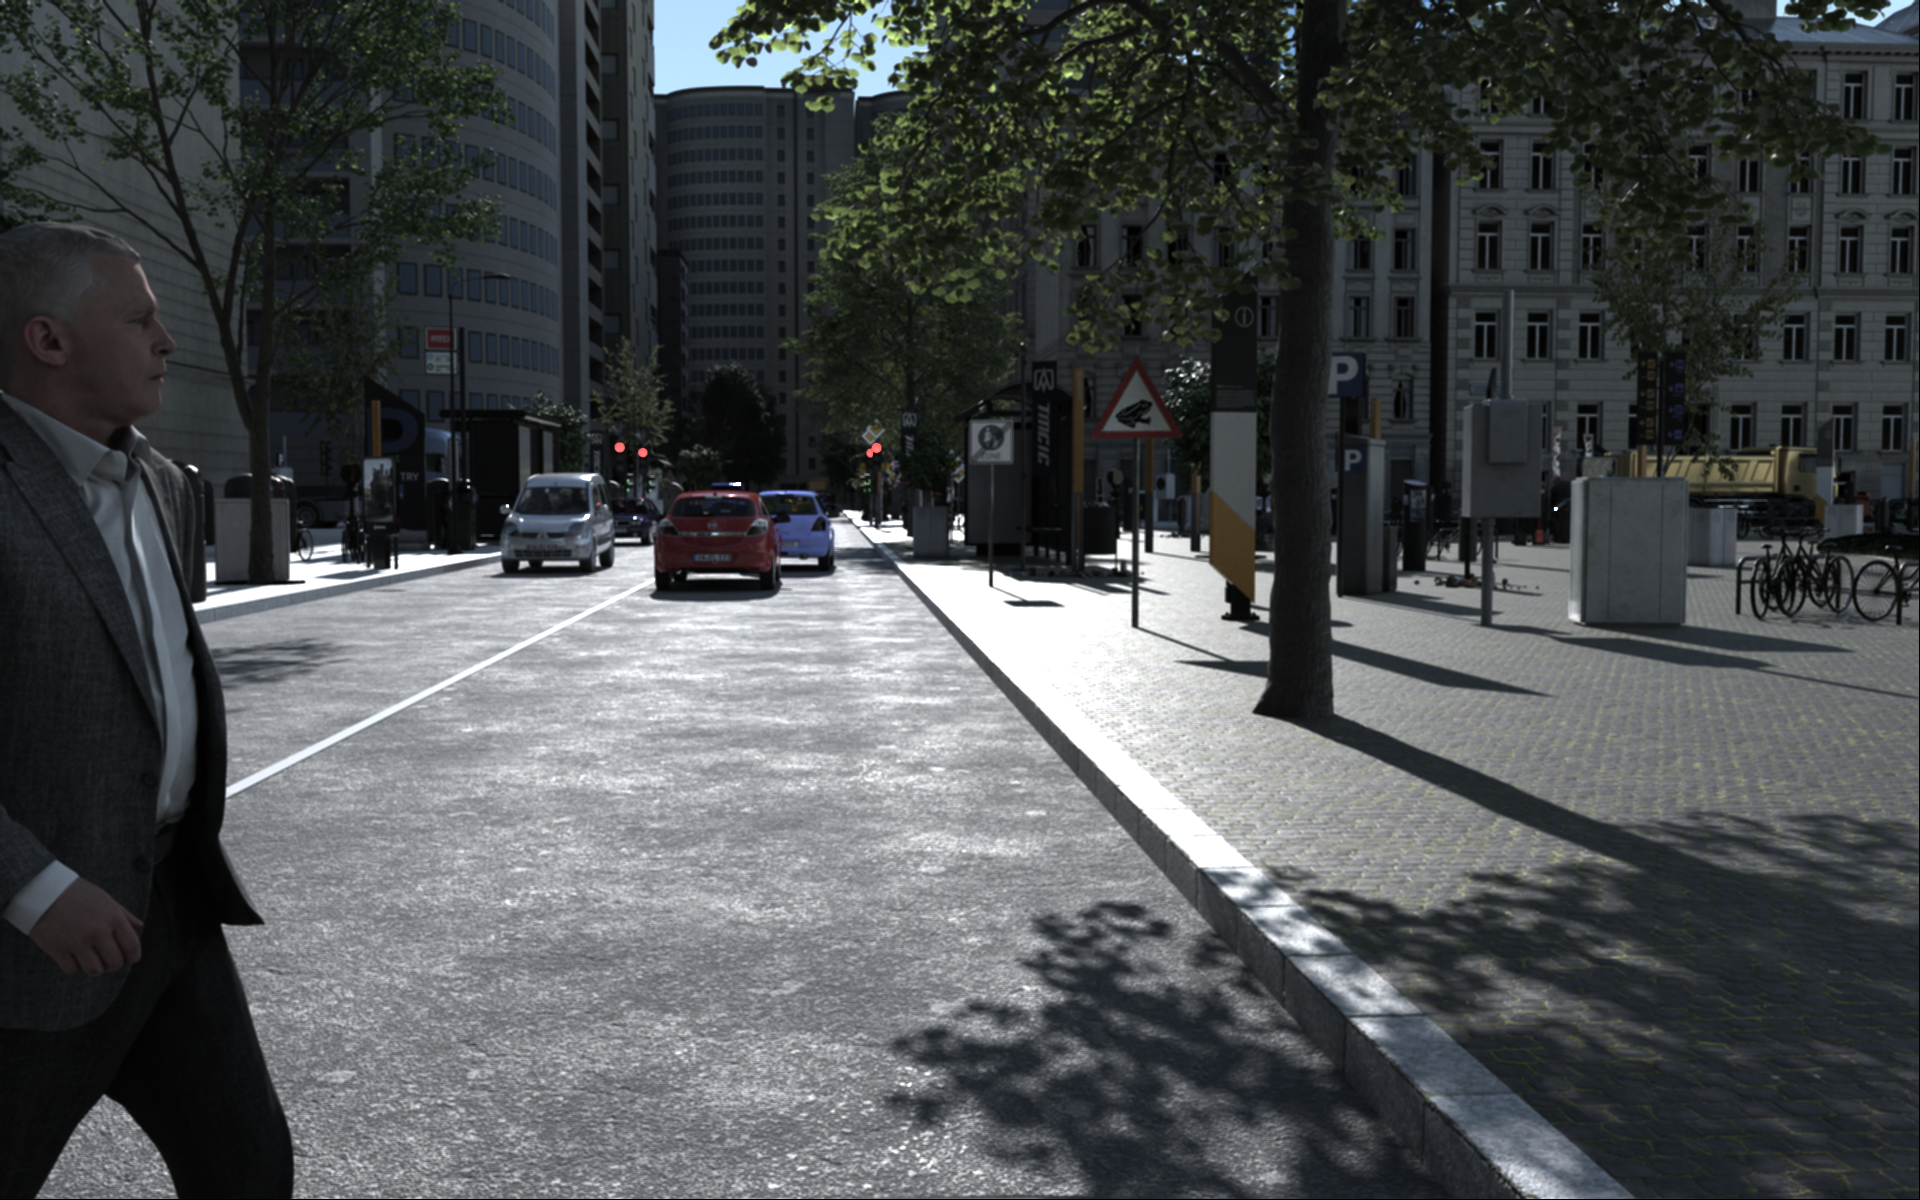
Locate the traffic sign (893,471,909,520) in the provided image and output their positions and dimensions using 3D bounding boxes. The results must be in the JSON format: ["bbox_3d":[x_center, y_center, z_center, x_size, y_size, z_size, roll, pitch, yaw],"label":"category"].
[{"bbox_3d":[-2.934,-5.339,87.292,0.884,2.594,0.081,0,4,-4],"label":"traffic sign"}]

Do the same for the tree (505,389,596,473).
[{"bbox_3d":[-13.084,-4.329,54.493,4.285,4.588,4.351,0,3,0],"label":"tree"}]

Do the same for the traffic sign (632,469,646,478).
[{"bbox_3d":[-16.005,-5.280,86.436,0.768,2.556,0.104,0,4,-3],"label":"traffic sign"}]

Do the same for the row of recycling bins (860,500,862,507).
[{"bbox_3d":[-6.860,-7.946,137.027,1.069,1.692,3.534,2,4,27],"label":"row of recycling bins"}]

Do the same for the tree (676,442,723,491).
[{"bbox_3d":[-16.607,-7.754,110.497,4.285,4.588,4.351,0,3,0],"label":"tree"}]

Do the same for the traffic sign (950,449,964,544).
[{"bbox_3d":[-0.218,-2.629,44.166,0.795,2.450,0.064,0,4,1],"label":"traffic sign"}]

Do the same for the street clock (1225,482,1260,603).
[{"bbox_3d":[3.248,-0.973,20.487,0.471,2.002,0.358,0,4,2],"label":"street clock"}]

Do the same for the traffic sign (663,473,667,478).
[{"bbox_3d":[-17.624,-6.266,102.547,0.768,2.556,0.104,0,4,2],"label":"traffic sign"}]

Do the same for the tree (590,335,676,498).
[{"bbox_3d":[-14.851,-7.914,79.748,4.360,8.622,3.978,0,3,0],"label":"tree"}]

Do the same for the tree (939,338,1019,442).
[{"bbox_3d":[0.972,-7.863,78.915,4.360,8.622,3.978,0,3,0],"label":"tree"}]

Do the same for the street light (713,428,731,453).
[{"bbox_3d":[-16.708,-9.092,121.201,1.470,5.913,1.316,0,4,-4],"label":"street light"}]

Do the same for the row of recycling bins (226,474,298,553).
[{"bbox_3d":[-14.829,-1.809,36.693,1.069,1.692,3.534,-1,4,-10],"label":"row of recycling bins"}]

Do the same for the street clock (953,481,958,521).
[{"bbox_3d":[-0.348,-4.787,82.837,0.471,2.002,0.358,-3,4,-37],"label":"street clock"}]

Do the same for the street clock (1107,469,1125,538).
[{"bbox_3d":[4.502,-2.785,50.112,0.471,2.002,0.358,-2,4,-31],"label":"street clock"}]

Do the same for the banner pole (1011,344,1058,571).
[{"bbox_3d":[1.255,-2.372,28.807,0.863,3.779,0.401,2,4,30],"label":"banner pole"}]

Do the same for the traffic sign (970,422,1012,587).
[{"bbox_3d":[0.429,-1.335,23.960,0.606,2.300,0.079,0,4,1],"label":"traffic sign"}]

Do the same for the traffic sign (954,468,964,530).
[{"bbox_3d":[-0.064,-3.683,61.401,0.795,2.450,0.064,0,4,2],"label":"traffic sign"}]

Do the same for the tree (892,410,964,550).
[{"bbox_3d":[-0.834,-2.777,40.000,1.663,3.219,1.824,0,3,0],"label":"tree"}]

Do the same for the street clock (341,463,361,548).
[{"bbox_3d":[-14.323,-2.215,40.783,0.358,2.002,0.471,1,4,18],"label":"street clock"}]

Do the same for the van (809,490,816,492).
[{"bbox_3d":[-14.148,-9.943,169.584,2.013,2.044,4.112,0,4,-5],"label":"van"}]

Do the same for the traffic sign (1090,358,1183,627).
[{"bbox_3d":[1.688,-1.017,16.632,0.884,2.594,0.081,0,4,2],"label":"traffic sign"}]

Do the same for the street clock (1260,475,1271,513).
[{"bbox_3d":[8.159,-2.562,46.462,0.358,2.002,0.471,3,5,42],"label":"street clock"}]

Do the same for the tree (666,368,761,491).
[{"bbox_3d":[-18.109,-11.804,127.409,7.601,10.594,8.767,-1,4,-9],"label":"tree"}]

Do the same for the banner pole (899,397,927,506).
[{"bbox_3d":[-1.143,-3.339,44.613,0.863,3.779,0.401,-1,4,-17],"label":"banner pole"}]

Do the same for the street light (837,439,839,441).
[{"bbox_3d":[-9.689,-10.672,147.020,1.470,5.913,1.316,0,4,-4],"label":"street light"}]

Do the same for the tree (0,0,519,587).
[{"bbox_3d":[-10.008,-6.017,24.132,9.928,11.665,9.643,0,3,0],"label":"tree"}]

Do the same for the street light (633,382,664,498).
[{"bbox_3d":[-13.003,-6.093,72.166,1.470,5.913,1.316,0,4,-4],"label":"street light"}]

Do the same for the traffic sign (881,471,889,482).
[{"bbox_3d":[-4.244,-5.838,95.554,0.768,2.556,0.104,0,4,0],"label":"traffic sign"}]

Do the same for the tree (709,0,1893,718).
[{"bbox_3d":[2.387,-5.611,9.867,7.486,12.596,7.792,0,3,0],"label":"tree"}]

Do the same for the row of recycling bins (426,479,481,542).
[{"bbox_3d":[-13.916,-2.482,47.693,1.069,1.692,3.534,0,4,-3],"label":"row of recycling bins"}]

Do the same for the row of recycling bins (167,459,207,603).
[{"bbox_3d":[-9.516,-0.742,19.243,1.069,1.692,3.534,0,4,2],"label":"row of recycling bins"}]

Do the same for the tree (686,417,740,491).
[{"bbox_3d":[-19.608,-11.477,138.010,4.737,8.622,4.395,0,3,0],"label":"tree"}]

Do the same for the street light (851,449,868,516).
[{"bbox_3d":[-5.888,-7.712,98.626,1.470,5.913,1.316,0,4,-4],"label":"street light"}]

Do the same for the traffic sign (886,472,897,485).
[{"bbox_3d":[-3.417,-5.413,89.694,0.795,2.450,0.064,0,4,-1],"label":"traffic sign"}]

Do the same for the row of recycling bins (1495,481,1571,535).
[{"bbox_3d":[18.717,-2.930,55.018,3.534,1.692,1.069,0,4,4],"label":"row of recycling bins"}]

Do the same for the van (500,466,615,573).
[{"bbox_3d":[-7.623,-1.589,32.988,2.013,2.044,4.112,0,4,-4],"label":"van"}]

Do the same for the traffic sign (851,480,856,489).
[{"bbox_3d":[-8.083,-8.152,134.464,0.795,2.450,0.064,0,3,0],"label":"traffic sign"}]

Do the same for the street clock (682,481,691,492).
[{"bbox_3d":[-14.718,-5.428,93.324,0.358,2.002,0.471,2,4,30],"label":"street clock"}]

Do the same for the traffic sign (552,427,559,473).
[{"bbox_3d":[-12.832,-3.471,50.621,2.265,3.308,0.079,0,4,3],"label":"traffic sign"}]

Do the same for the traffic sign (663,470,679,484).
[{"bbox_3d":[-15.205,-5.557,90.853,0.884,2.594,0.081,0,4,2],"label":"traffic sign"}]

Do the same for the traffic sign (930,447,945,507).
[{"bbox_3d":[-0.705,-2.587,42.397,0.768,2.556,0.104,0,4,5],"label":"traffic sign"}]

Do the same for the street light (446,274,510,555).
[{"bbox_3d":[-10.193,-3.923,36.676,1.470,5.913,1.316,0,4,-4],"label":"street light"}]

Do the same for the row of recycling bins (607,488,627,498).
[{"bbox_3d":[-16.056,-4.502,80.725,1.069,1.692,3.534,0,4,-8],"label":"row of recycling bins"}]

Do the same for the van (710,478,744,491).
[{"bbox_3d":[-12.828,-5.565,95.377,2.240,2.365,5.245,0,4,-6],"label":"van"}]

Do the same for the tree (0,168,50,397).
[{"bbox_3d":[-9.147,-1.884,14.520,4.285,4.588,4.351,0,3,0],"label":"tree"}]

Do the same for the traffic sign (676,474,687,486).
[{"bbox_3d":[-17.371,-6.576,107.624,0.768,2.556,0.104,0,4,3],"label":"traffic sign"}]

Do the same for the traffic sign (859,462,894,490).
[{"bbox_3d":[-5.334,-7.170,111.104,2.265,3.308,0.079,0,4,-4],"label":"traffic sign"}]
